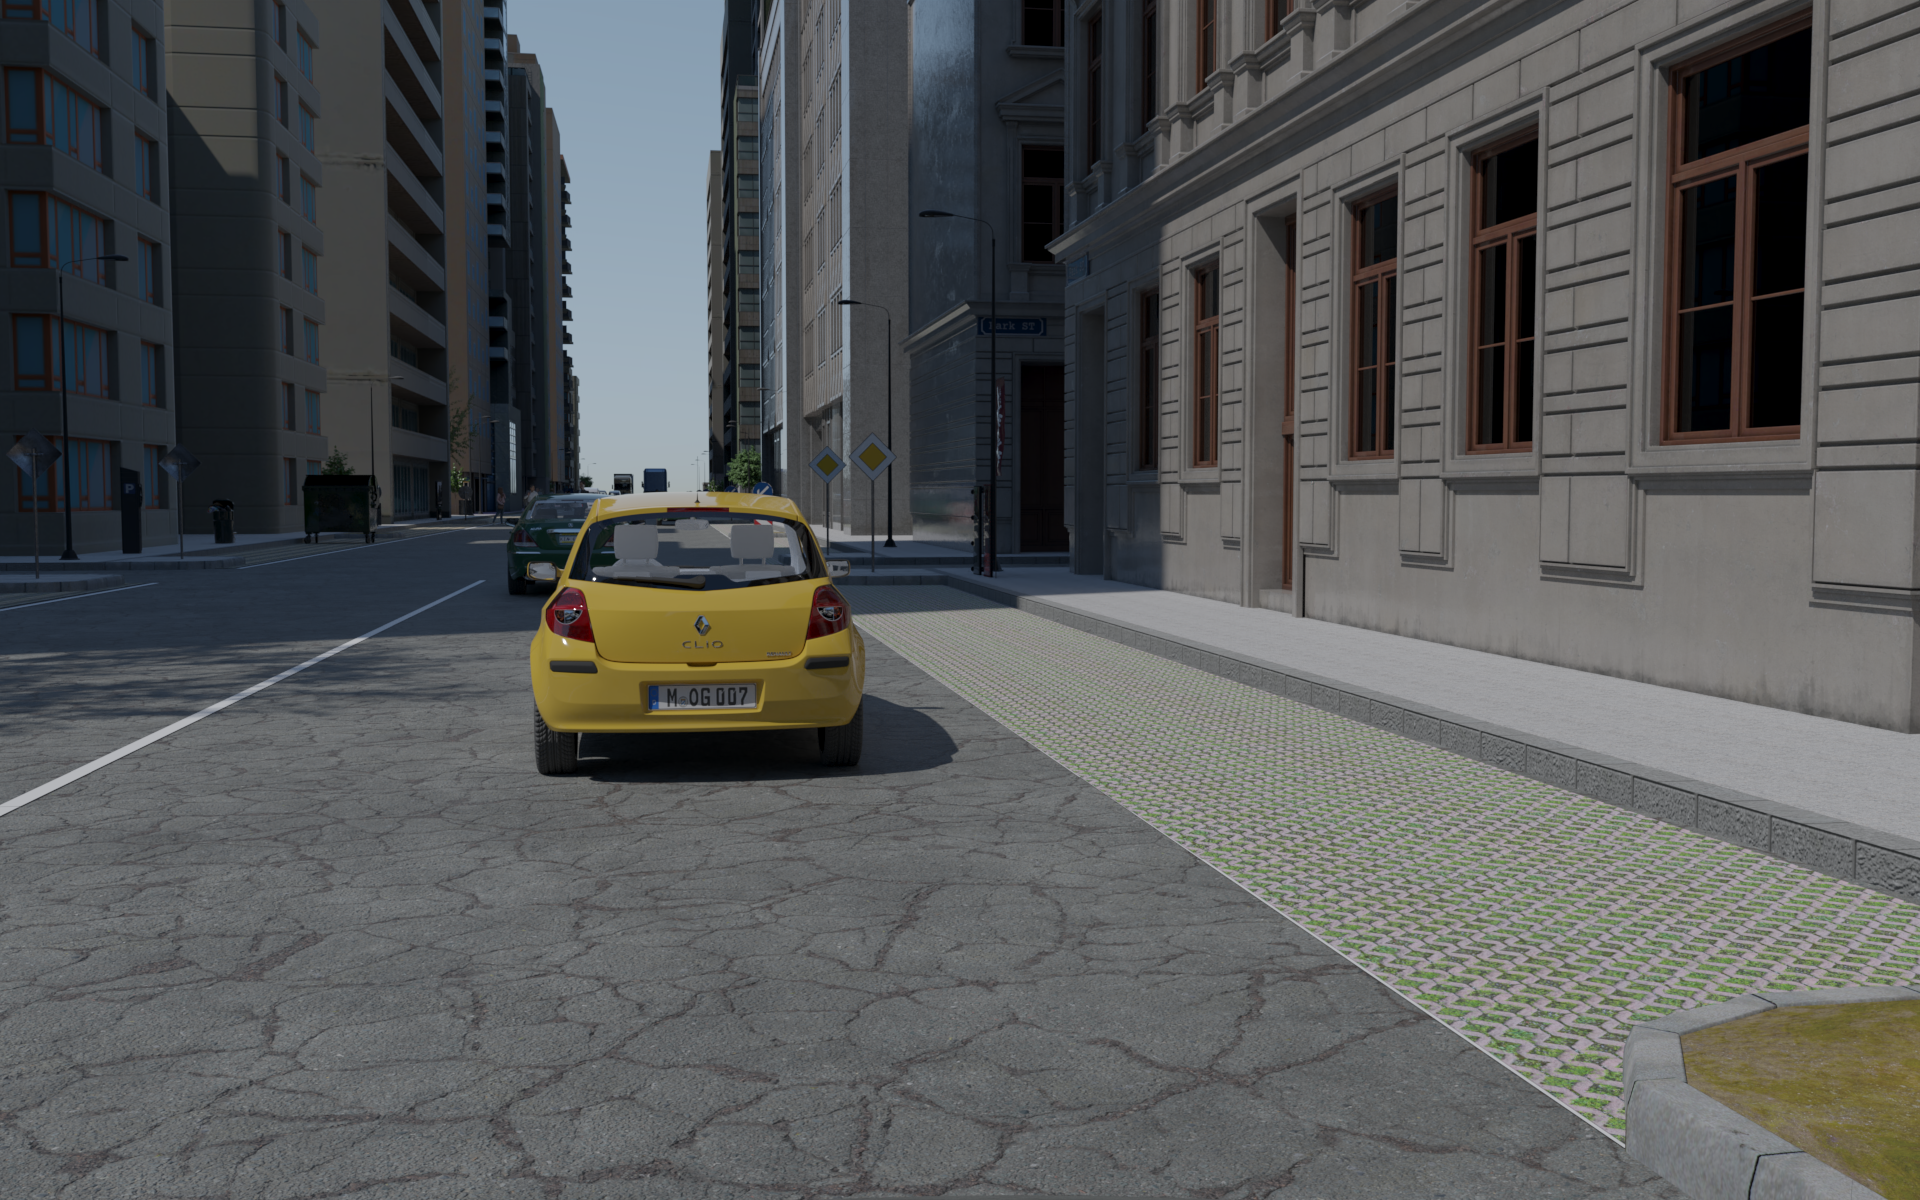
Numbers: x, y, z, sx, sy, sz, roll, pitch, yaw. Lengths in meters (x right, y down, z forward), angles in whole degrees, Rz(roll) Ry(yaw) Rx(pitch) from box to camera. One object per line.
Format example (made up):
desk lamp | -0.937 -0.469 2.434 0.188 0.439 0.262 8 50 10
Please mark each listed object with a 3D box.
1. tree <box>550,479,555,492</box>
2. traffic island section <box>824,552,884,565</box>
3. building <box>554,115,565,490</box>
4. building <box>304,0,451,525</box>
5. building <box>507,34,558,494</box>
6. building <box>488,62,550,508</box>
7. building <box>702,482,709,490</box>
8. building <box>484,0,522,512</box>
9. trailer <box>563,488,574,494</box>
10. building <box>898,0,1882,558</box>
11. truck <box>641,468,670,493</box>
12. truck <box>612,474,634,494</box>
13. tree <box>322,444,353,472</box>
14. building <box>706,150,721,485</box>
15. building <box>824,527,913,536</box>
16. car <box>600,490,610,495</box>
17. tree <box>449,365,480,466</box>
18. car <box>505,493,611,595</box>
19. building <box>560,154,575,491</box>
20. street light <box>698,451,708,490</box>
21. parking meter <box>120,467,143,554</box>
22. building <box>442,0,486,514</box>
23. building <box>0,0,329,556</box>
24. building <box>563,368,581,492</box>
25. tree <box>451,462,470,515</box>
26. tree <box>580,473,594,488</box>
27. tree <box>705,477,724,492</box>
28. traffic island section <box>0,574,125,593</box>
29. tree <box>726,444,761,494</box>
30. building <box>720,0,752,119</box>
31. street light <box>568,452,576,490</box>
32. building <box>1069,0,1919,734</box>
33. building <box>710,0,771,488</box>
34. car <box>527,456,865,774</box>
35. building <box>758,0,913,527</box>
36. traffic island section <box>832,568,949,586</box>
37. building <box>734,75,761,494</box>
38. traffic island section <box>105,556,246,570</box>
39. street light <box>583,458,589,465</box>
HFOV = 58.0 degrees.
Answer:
tree | -43.624 -11.536 183.214 1.663 3.219 1.824 0 3 0
traffic island section | -2.748 -0.856 36.283 2.009 0.180 2.903 -1 4 -10
building | -52.397 -33.371 195.719 14.600 45.320 14.200 -1 4 -10
building | -36.140 -27.891 79.725 21.300 48.544 21.600 -1 4 -10
building | -48.545 -31.954 172.556 14.600 45.320 14.200 -1 4 -10
building | -45.564 -29.069 158.867 14.154 41.232 14.086 -1 4 -10
building | -22.289 -34.652 258.440 32.217 40.220 23.993 -1 4 -10
building | -45.778 -50.272 134.625 22.319 86.520 31.000 -1 4 -10
trailer | -37.528 -9.727 166.084 1.471 1.999 3.904 -1 4 -10
building | 9.156 -12.634 42.720 21.152 22.565 11.583 -1 4 -10
truck | -30.720 -11.300 174.509 2.967 4.110 18.799 -1 4 -10
truck | -46.474 -15.310 239.231 2.839 4.237 11.283 -1 4 -9
tree | -24.539 -4.481 67.867 1.663 3.219 1.824 0 3 0
building | -23.055 -37.317 233.835 21.300 48.544 21.600 -1 4 -10
building | 0.894 -15.003 63.329 12.078 24.808 19.932 -1 4 -10
car | -34.870 -9.688 167.065 2.281 1.827 5.304 -1 4 -11
tree | -29.127 -8.951 96.719 4.737 8.622 4.395 0 3 0
car | -5.835 -0.884 26.253 2.131 1.459 4.920 -1 4 -11
building | -59.981 -34.350 216.251 22.147 44.769 28.867 -1 4 -10
street light | -28.829 -13.785 197.926 1.470 5.913 1.316 -1 4 -10
parking meter | -17.815 -1.930 37.263 0.399 1.863 0.255 -1 4 -15
building | -38.963 -28.366 113.901 14.600 45.320 14.200 -1 4 -10
building | -34.607 -12.361 47.146 27.650 21.520 28.899 -1 4 -10
building | -68.504 -24.448 244.756 27.650 21.520 28.899 -1 4 -10
tree | -31.057 -6.834 106.342 1.663 3.219 1.824 0 3 0
tree | -57.549 -17.172 264.471 4.285 4.588 4.351 0 3 0
tree | -28.462 -12.556 199.891 1.663 3.219 1.824 0 3 0
traffic island section | -14.017 -0.244 26.274 2.009 0.180 2.903 -1 4 -10
tree | -13.580 -7.936 113.462 4.285 4.588 4.351 0 3 0
building | -11.209 -32.934 162.170 21.300 48.544 21.600 -1 4 -10
street light | -43.520 -13.369 191.116 1.470 5.913 1.316 -1 4 -10
building | 8.311 -11.181 18.966 11.583 22.565 21.152 -1 4 -10
building | -20.258 -47.339 212.250 20.563 71.187 20.611 -1 4 -10
car | -1.601 -0.011 10.400 2.015 1.641 3.980 -1 4 -10
building | -3.111 -16.257 83.825 12.078 24.808 19.932 -1 4 -10
traffic island section | -1.407 -0.375 28.411 2.009 0.180 2.903 -1 4 -10
building | -9.112 -21.552 124.084 14.160 30.474 14.107 -1 4 -10
traffic island section | -15.359 -0.726 34.146 2.009 0.180 2.903 -1 4 -10
street light | -49.589 -15.501 225.974 1.470 5.913 1.316 -1 4 -10
